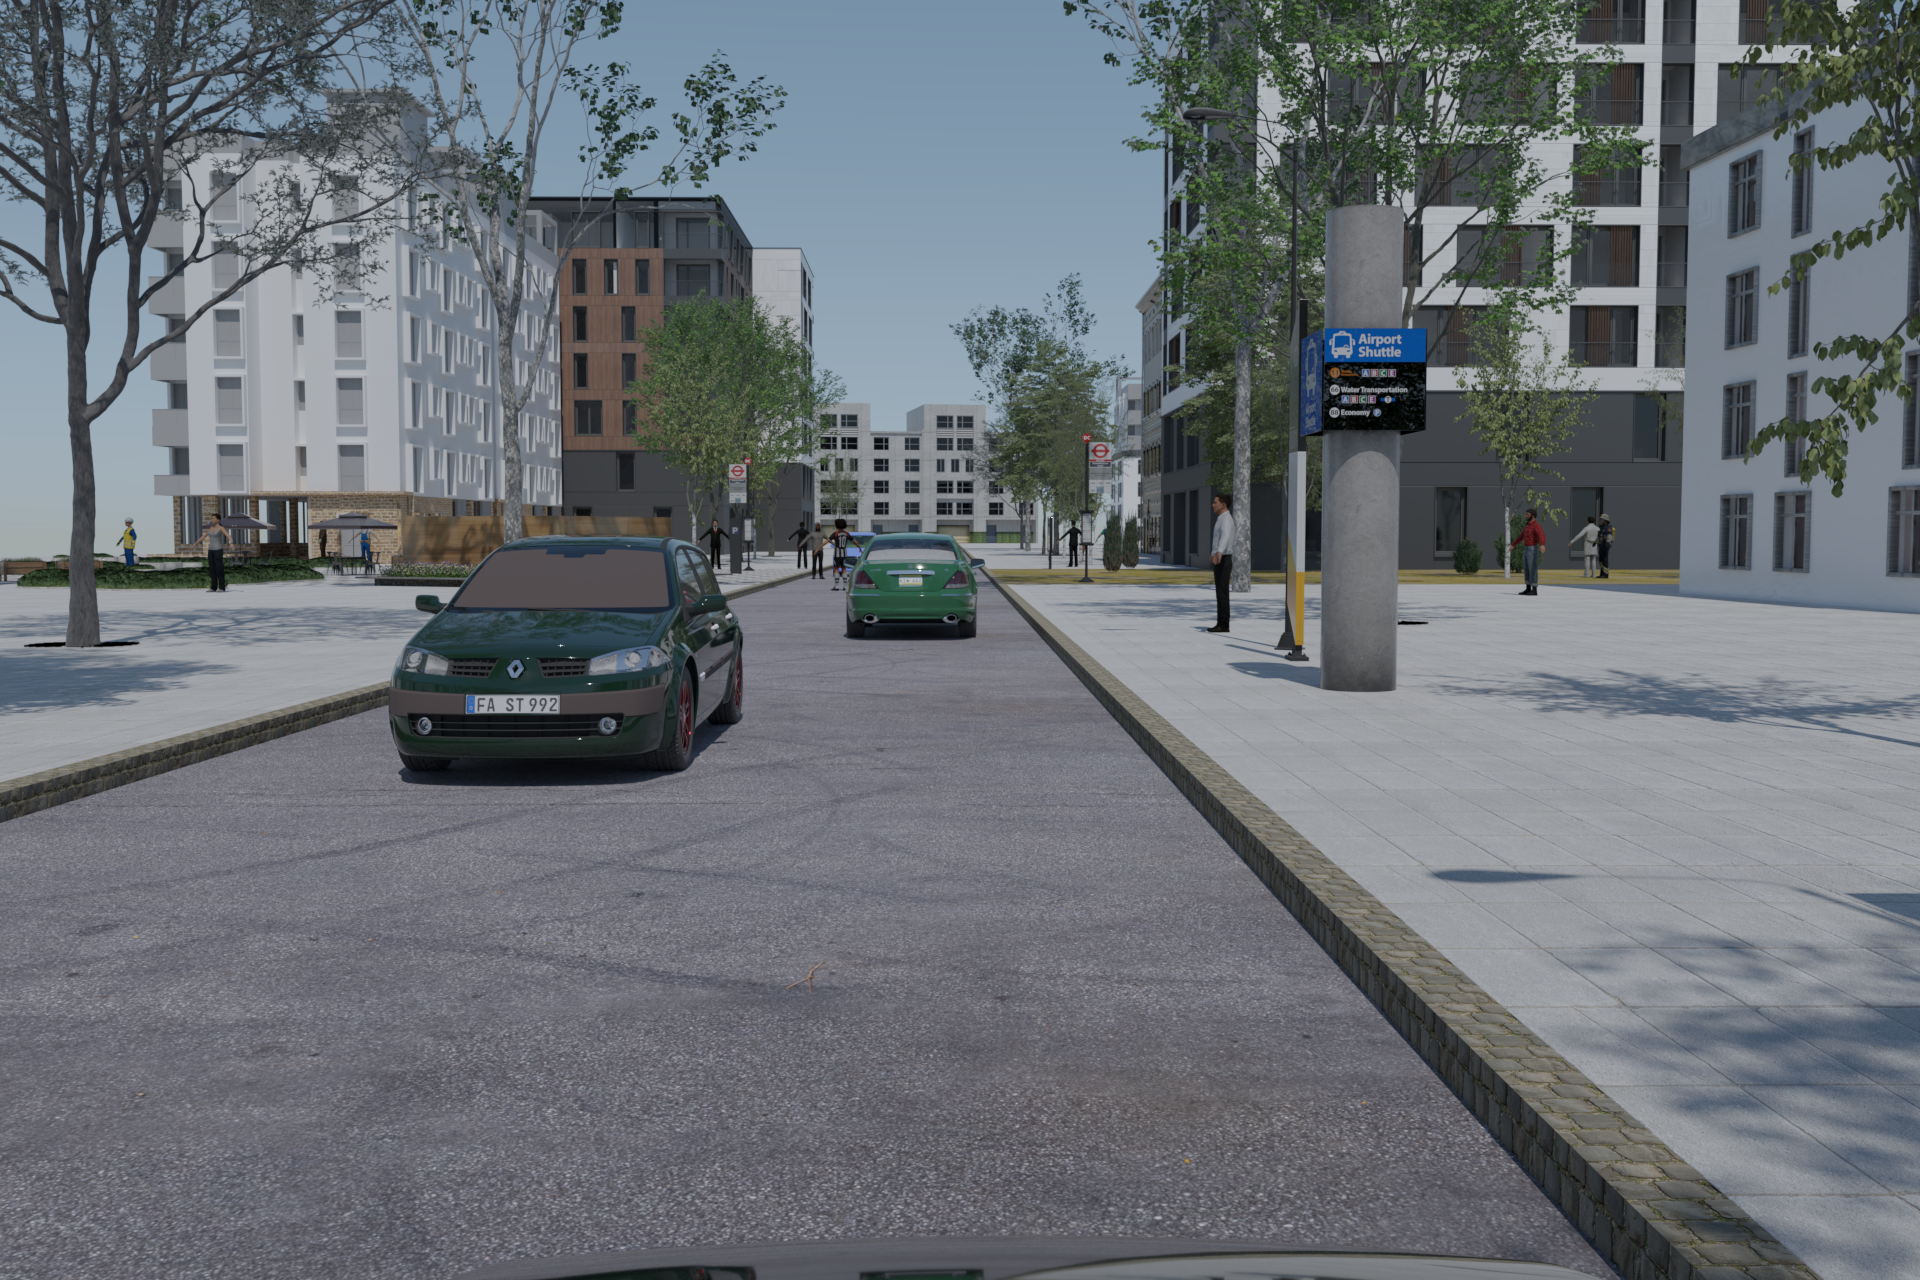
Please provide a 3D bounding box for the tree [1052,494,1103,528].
[{"bbox_3d":[16.331,-19.829,242.336,7.486,12.596,7.792,0,3,0],"label":"tree"}]

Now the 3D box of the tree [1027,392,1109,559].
[{"bbox_3d":[5.146,-8.488,89.144,4.360,8.622,3.978,0,3,0],"label":"tree"}]

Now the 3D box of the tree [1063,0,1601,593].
[{"bbox_3d":[7.366,-11.051,36.581,12.611,20.169,13.585,0,3,0],"label":"tree"}]

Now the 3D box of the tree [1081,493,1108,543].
[{"bbox_3d":[18.061,-17.447,235.619,4.737,8.622,4.395,0,3,0],"label":"tree"}]

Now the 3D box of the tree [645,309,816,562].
[{"bbox_3d":[-10.373,-9.436,80.041,9.928,11.665,9.643,0,3,0],"label":"tree"}]

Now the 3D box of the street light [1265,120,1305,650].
[{"bbox_3d":[4.203,-2.845,19.054,1.470,5.913,1.316,0,4,-1],"label":"street light"}]

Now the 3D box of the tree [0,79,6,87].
[{"bbox_3d":[-9.348,-5.538,8.671,7.486,12.596,7.792,0,3,0],"label":"tree"}]

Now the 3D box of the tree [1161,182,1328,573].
[{"bbox_3d":[10.366,-8.476,56.712,7.486,12.596,7.792,0,3,0],"label":"tree"}]

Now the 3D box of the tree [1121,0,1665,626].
[{"bbox_3d":[6.063,-6.041,24.519,9.928,11.665,9.643,0,3,0],"label":"tree"}]

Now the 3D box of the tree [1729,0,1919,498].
[{"bbox_3d":[6.084,-3.636,9.819,4.737,8.622,4.395,0,3,0],"label":"tree"}]

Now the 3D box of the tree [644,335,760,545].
[{"bbox_3d":[-9.810,-7.023,65.195,4.737,8.622,4.395,0,3,0],"label":"tree"}]

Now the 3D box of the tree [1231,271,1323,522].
[{"bbox_3d":[9.269,-6.027,48.904,4.360,8.622,3.978,0,3,0],"label":"tree"}]

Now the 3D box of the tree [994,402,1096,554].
[{"bbox_3d":[5.672,-10.805,111.070,7.601,10.594,8.767,-2,4,-32],"label":"tree"}]

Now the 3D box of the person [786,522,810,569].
[{"bbox_3d":[-5.801,-3.491,63.797,1.216,1.740,0.721,0,4,1],"label":"person"}]

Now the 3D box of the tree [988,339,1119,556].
[{"bbox_3d":[5.537,-11.223,101.618,7.486,12.596,7.792,0,3,0],"label":"tree"}]

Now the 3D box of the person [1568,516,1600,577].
[{"bbox_3d":[18.719,-2.770,51.483,1.347,1.806,0.705,-1,4,-14],"label":"person"}]

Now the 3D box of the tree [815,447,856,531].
[{"bbox_3d":[-10.025,-11.809,143.446,4.360,8.622,3.978,0,3,0],"label":"tree"}]

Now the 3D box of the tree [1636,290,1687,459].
[{"bbox_3d":[22.497,-6.279,53.026,4.360,8.622,3.978,0,3,0],"label":"tree"}]

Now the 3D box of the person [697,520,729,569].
[{"bbox_3d":[-8.856,-3.459,62.749,1.347,1.806,0.705,-1,4,-10],"label":"person"}]

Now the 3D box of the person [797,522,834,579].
[{"bbox_3d":[-4.501,-2.829,54.832,1.348,1.813,0.705,-1,4,-17],"label":"person"}]

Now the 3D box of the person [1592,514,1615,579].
[{"bbox_3d":[18.562,-2.704,49.986,0.705,1.856,1.354,0,4,3],"label":"person"}]

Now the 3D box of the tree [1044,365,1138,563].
[{"bbox_3d":[5.128,-7.703,76.301,4.360,8.622,3.978,0,3,0],"label":"tree"}]

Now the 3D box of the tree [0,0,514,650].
[{"bbox_3d":[-9.883,-6.672,19.449,12.009,13.543,11.850,0,3,0],"label":"tree"}]

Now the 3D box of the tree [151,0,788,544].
[{"bbox_3d":[-9.861,-11.023,36.118,12.611,20.169,13.585,0,3,0],"label":"tree"}]

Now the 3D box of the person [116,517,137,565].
[{"bbox_3d":[-24.176,-2.677,50.229,1.216,1.772,0.721,3,5,43],"label":"person"}]

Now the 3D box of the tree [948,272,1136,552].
[{"bbox_3d":[5.885,-16.501,125.674,12.611,20.169,13.585,0,3,0],"label":"tree"}]

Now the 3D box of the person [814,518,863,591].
[{"bbox_3d":[-3.035,-2.150,43.750,1.345,1.843,0.704,-2,4,-28],"label":"person"}]

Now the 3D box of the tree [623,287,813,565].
[{"bbox_3d":[-10.134,-8.934,71.833,9.928,11.665,9.643,0,3,0],"label":"tree"}]

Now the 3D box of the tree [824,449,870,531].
[{"bbox_3d":[-10.067,-12.174,149.404,4.360,8.622,3.978,0,3,0],"label":"tree"}]

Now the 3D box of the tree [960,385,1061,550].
[{"bbox_3d":[5.008,-14.196,142.473,12.009,13.543,11.850,0,3,0],"label":"tree"}]

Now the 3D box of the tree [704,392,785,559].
[{"bbox_3d":[-10.629,-8.405,87.786,4.737,8.622,4.395,0,3,0],"label":"tree"}]

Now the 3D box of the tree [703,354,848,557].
[{"bbox_3d":[-10.426,-10.468,96.911,9.928,11.665,9.643,0,3,0],"label":"tree"}]

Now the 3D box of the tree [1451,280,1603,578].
[{"bbox_3d":[15.971,-6.091,49.954,4.737,8.622,4.395,0,3,0],"label":"tree"}]

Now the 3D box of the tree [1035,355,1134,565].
[{"bbox_3d":[5.481,-7.376,70.960,4.360,8.622,3.978,0,3,0],"label":"tree"}]
